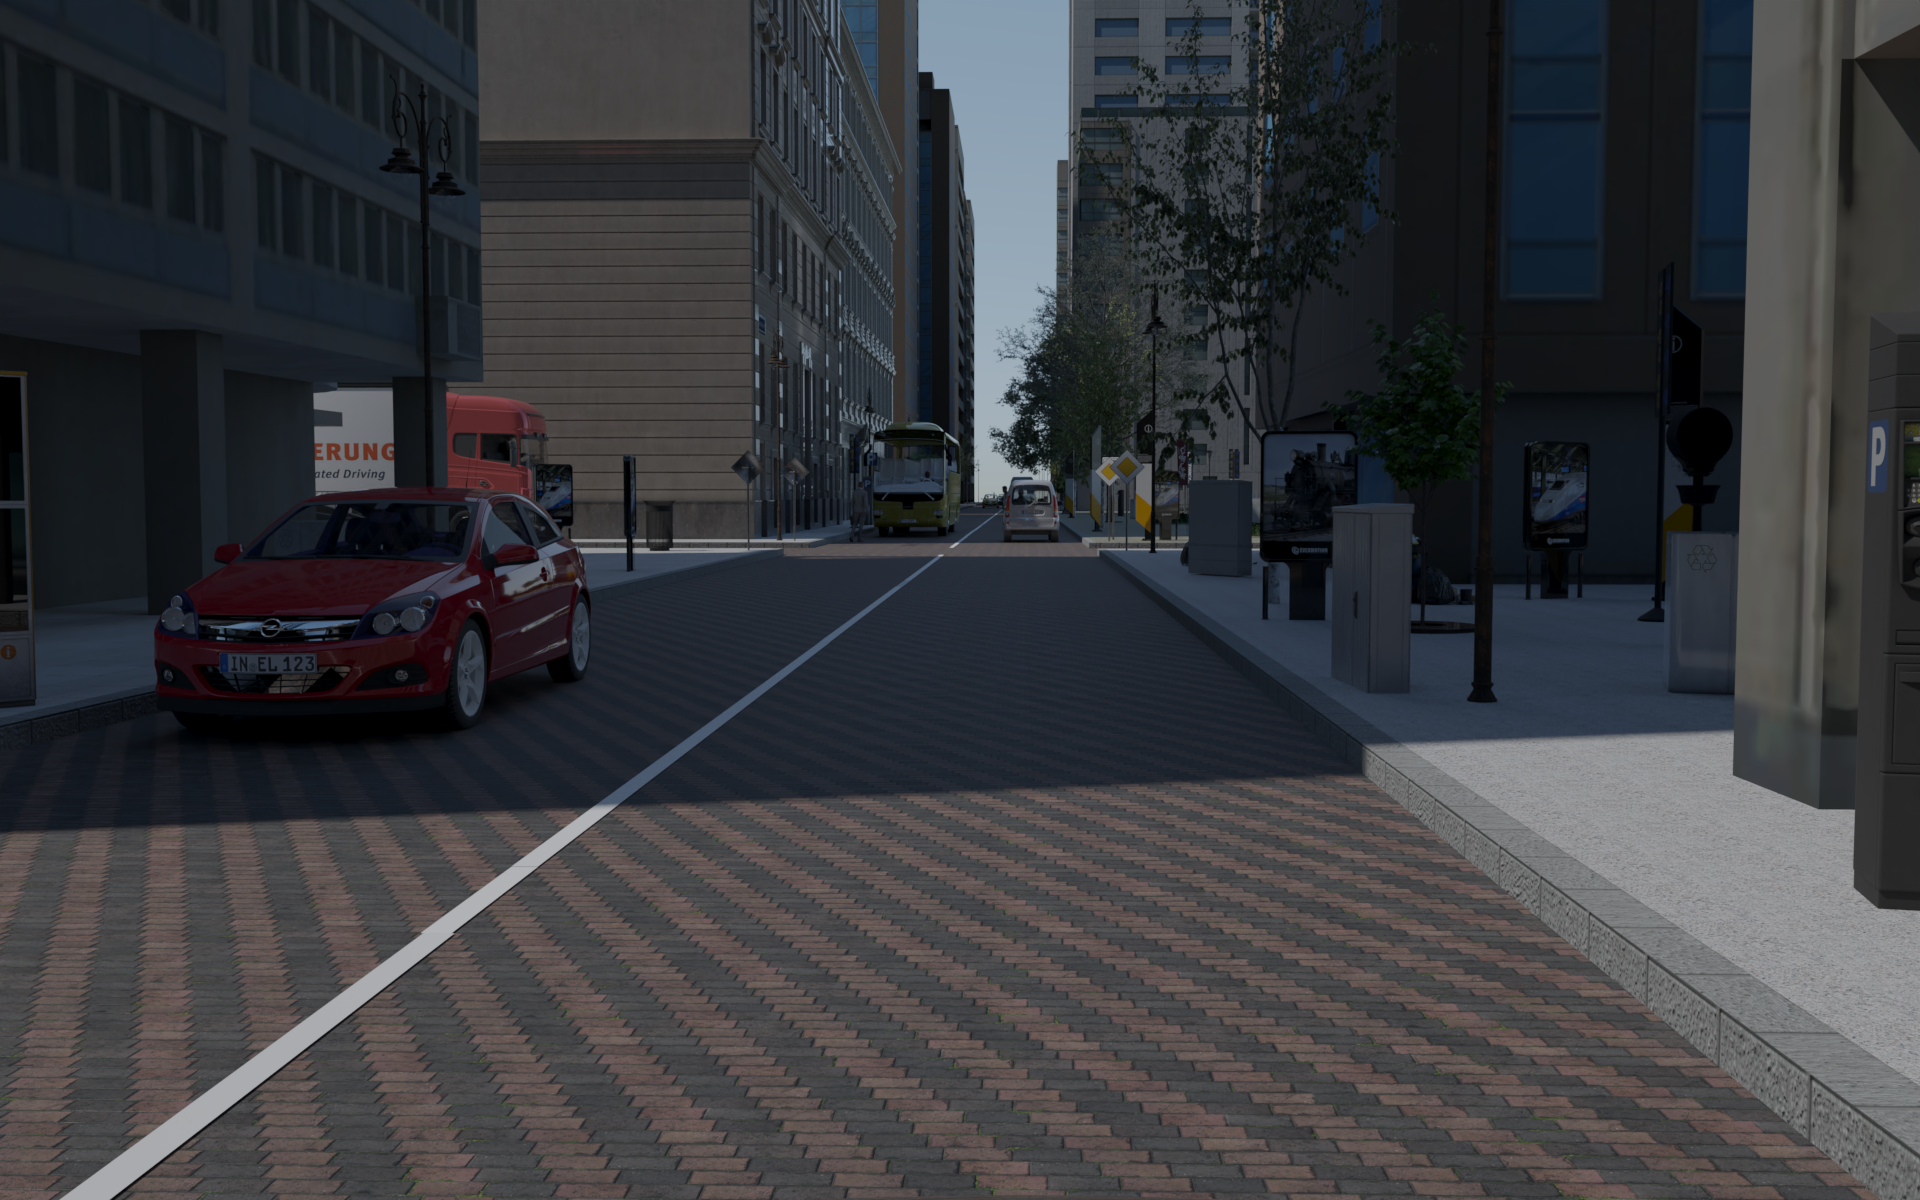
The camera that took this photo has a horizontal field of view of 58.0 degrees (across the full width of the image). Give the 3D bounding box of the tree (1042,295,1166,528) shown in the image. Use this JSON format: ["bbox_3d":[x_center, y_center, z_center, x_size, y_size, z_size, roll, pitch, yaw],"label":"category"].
[{"bbox_3d":[5.516,-7.032,65.342,4.737,8.622,4.395,0,3,0],"label":"tree"}]

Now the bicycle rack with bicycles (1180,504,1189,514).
[{"bbox_3d":[12.346,-4.731,90.740,2.925,0.926,2.852,2,4,27],"label":"bicycle rack with bicycles"}]

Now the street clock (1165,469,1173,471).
[{"bbox_3d":[6.098,-2.837,50.954,0.358,2.002,0.471,-1,4,-17],"label":"street clock"}]

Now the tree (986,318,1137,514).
[{"bbox_3d":[6.865,-11.847,110.704,9.611,12.733,9.660,0,3,0],"label":"tree"}]

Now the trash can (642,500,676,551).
[{"bbox_3d":[-6.787,-1.679,39.104,0.748,1.137,0.748,0,3,0],"label":"trash can"}]

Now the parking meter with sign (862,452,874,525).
[{"bbox_3d":[-3.805,-4.616,71.728,0.543,3.016,1.738,0,4,6],"label":"parking meter with sign"}]

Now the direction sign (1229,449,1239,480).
[{"bbox_3d":[13.737,-5.810,86.993,0.379,3.537,0.876,3,5,41],"label":"direction sign"}]

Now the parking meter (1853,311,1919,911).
[{"bbox_3d":[2.994,0.019,5.406,0.255,1.863,0.399,1,4,14],"label":"parking meter"}]

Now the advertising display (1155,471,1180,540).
[{"bbox_3d":[5.733,-2.636,48.307,0.974,1.923,0.123,-3,4,-36],"label":"advertising display"}]

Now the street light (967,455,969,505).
[{"bbox_3d":[0.897,-14.350,207.404,0.468,5.910,1.993,0,4,2],"label":"street light"}]

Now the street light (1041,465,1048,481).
[{"bbox_3d":[11.007,-15.538,226.830,0.468,5.910,1.993,0,4,2],"label":"street light"}]

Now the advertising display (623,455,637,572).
[{"bbox_3d":[-5.519,-1.454,28.986,0.123,1.923,0.974,0,4,-5],"label":"advertising display"}]

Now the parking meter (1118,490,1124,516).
[{"bbox_3d":[9.278,-5.588,99.778,0.372,1.533,0.369,0,3,0],"label":"parking meter"}]

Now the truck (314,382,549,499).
[{"bbox_3d":[-15.424,-3.338,43.494,11.283,4.237,2.839,0,4,1],"label":"truck"}]

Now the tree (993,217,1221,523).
[{"bbox_3d":[6.654,-10.250,77.960,12.009,13.543,11.850,0,3,0],"label":"tree"}]

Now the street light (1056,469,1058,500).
[{"bbox_3d":[8.032,-10.453,143.701,0.468,5.910,1.993,0,4,2],"label":"street light"}]

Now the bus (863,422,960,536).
[{"bbox_3d":[-1.478,-4.342,62.544,2.896,3.916,12.252,0,4,2],"label":"bus"}]

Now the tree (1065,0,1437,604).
[{"bbox_3d":[3.589,-4.278,20.308,4.360,8.622,3.978,0,3,0],"label":"tree"}]

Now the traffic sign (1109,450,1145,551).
[{"bbox_3d":[3.767,-2.171,39.134,0.795,2.450,0.064,0,4,2],"label":"traffic sign"}]

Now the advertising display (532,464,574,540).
[{"bbox_3d":[-8.709,-1.949,37.077,0.123,1.923,0.974,3,5,40],"label":"advertising display"}]

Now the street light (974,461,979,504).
[{"bbox_3d":[1.942,-16.023,234.757,0.468,5.910,1.993,0,4,2],"label":"street light"}]

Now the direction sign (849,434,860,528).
[{"bbox_3d":[-3.970,-4.481,65.260,0.379,3.537,0.876,1,4,20],"label":"direction sign"}]

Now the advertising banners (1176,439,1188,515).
[{"bbox_3d":[7.509,-3.557,54.341,0.090,3.025,2.074,-3,4,-37],"label":"advertising banners"}]

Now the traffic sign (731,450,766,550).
[{"bbox_3d":[-4.820,-2.191,39.466,0.795,2.450,0.064,0,4,2],"label":"traffic sign"}]

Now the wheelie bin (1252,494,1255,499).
[{"bbox_3d":[11.119,-3.688,68.209,0.980,1.594,0.693,1,4,13],"label":"wheelie bin"}]

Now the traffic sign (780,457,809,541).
[{"bbox_3d":[-4.530,-2.679,47.446,0.795,2.450,0.064,0,4,2],"label":"traffic sign"}]

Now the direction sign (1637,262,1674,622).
[{"bbox_3d":[7.044,-1.553,17.384,0.379,3.537,0.876,1,4,14],"label":"direction sign"}]

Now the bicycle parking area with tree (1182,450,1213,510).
[{"bbox_3d":[18.959,-7.784,114.274,8.231,4.147,9.016,0,4,3],"label":"bicycle parking area with tree"}]

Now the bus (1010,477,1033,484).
[{"bbox_3d":[6.933,-11.886,189.202,2.948,3.499,13.247,0,4,3],"label":"bus"}]

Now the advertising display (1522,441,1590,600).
[{"bbox_3d":[7.287,-0.976,21.178,0.974,1.923,0.123,-2,4,-26],"label":"advertising display"}]

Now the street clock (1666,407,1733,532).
[{"bbox_3d":[6.190,-0.610,14.547,0.471,2.002,0.358,0,3,0],"label":"street clock"}]

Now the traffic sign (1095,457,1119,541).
[{"bbox_3d":[4.058,-2.659,47.113,0.795,2.450,0.064,0,4,2],"label":"traffic sign"}]

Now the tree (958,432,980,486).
[{"bbox_3d":[0.059,-15.238,199.509,4.360,8.622,3.978,0,3,0],"label":"tree"}]

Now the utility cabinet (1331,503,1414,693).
[{"bbox_3d":[2.744,-0.028,11.618,0.306,1.237,1.020,0,4,-1],"label":"utility cabinet"}]

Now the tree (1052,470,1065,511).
[{"bbox_3d":[7.698,-8.552,134.433,1.663,3.219,1.824,0,3,0],"label":"tree"}]

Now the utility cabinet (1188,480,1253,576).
[{"bbox_3d":[4.094,-1.134,27.221,0.318,1.500,1.173,-2,4,-32],"label":"utility cabinet"}]

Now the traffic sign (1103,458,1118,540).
[{"bbox_3d":[4.302,-2.839,48.543,0.606,2.300,0.079,0,4,8],"label":"traffic sign"}]

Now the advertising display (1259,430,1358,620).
[{"bbox_3d":[3.537,-0.757,17.593,0.974,1.923,0.123,1,4,10],"label":"advertising display"}]

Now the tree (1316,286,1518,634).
[{"bbox_3d":[4.418,-1.319,16.162,1.663,3.219,1.824,0,3,0],"label":"tree"}]
